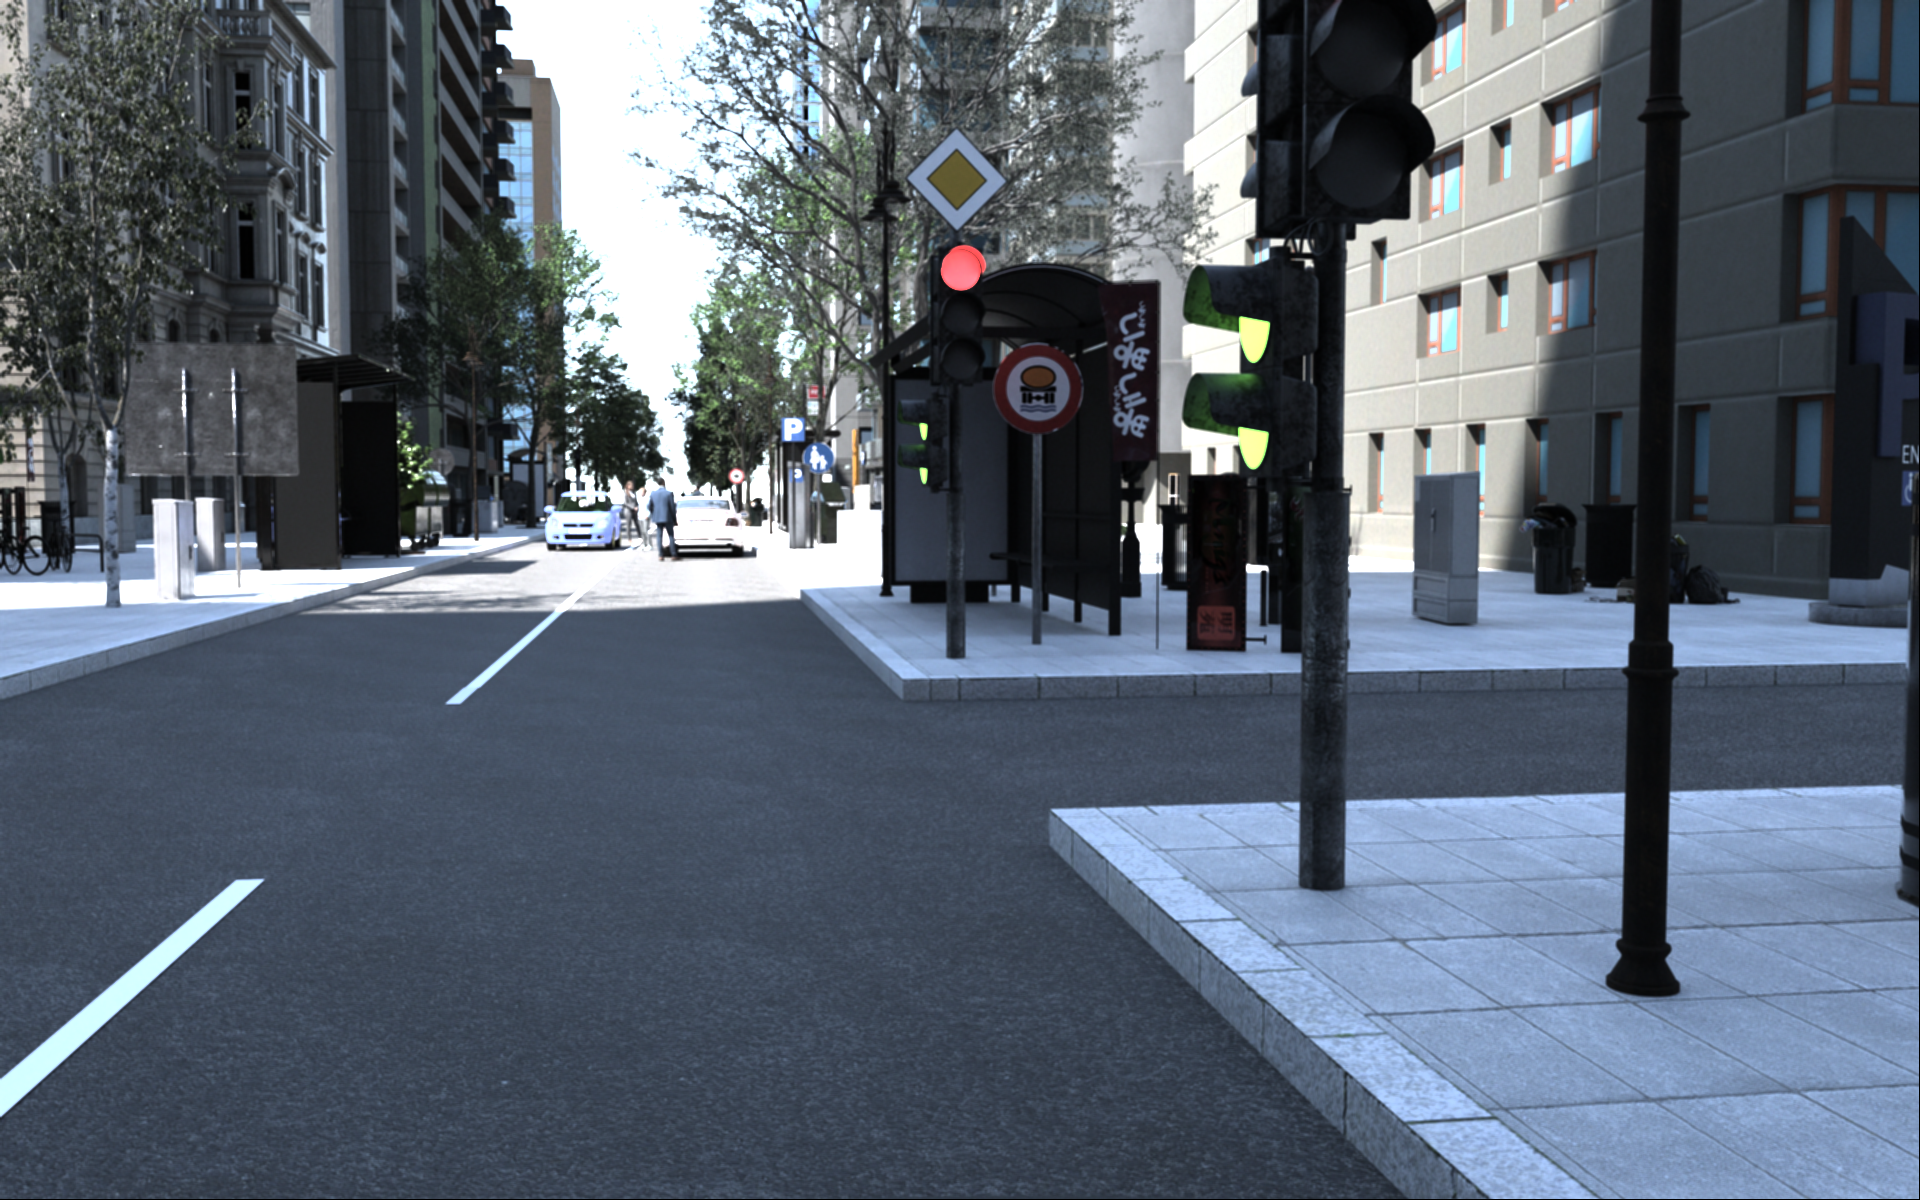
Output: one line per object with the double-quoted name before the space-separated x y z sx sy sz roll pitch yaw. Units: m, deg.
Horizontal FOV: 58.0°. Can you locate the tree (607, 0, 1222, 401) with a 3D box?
"tree" -1.080 -7.313 29.938 12.009 13.543 11.850 0 3 0

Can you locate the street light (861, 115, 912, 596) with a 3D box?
"street light" -0.925 -2.988 21.640 0.468 5.910 1.993 -1 4 -9

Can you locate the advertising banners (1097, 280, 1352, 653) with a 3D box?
"advertising banners" 2.126 -1.095 14.084 2.074 3.025 0.090 1 4 17

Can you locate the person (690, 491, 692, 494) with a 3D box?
"person" -22.644 -8.368 146.028 1.217 1.735 0.721 1 4 13

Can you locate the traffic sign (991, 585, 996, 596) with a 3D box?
"traffic sign" 0.426 -1.328 21.716 0.884 2.594 0.081 0 4 -5

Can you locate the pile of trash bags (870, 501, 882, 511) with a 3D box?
"pile of trash bags" -1.669 -2.385 48.741 1.912 1.369 3.447 1 4 19

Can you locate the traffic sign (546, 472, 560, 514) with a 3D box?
"traffic sign" -20.136 -5.161 85.575 0.795 2.450 0.064 0 4 -8

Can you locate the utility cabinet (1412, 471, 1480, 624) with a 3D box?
"utility cabinet" 4.862 -0.533 17.401 0.318 1.500 1.173 0 4 -2

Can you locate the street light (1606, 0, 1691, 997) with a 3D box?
"street light" 1.776 -1.929 4.326 0.468 5.910 1.993 -1 4 -9

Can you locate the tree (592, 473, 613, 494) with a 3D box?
"tree" -27.339 -8.504 133.643 1.663 3.219 1.824 0 3 0

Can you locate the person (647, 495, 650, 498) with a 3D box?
"person" -22.587 -7.118 124.755 0.599 1.838 0.709 -2 4 -29

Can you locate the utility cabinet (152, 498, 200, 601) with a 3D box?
"utility cabinet" -9.648 -0.620 21.299 0.306 1.237 1.020 -1 4 -14

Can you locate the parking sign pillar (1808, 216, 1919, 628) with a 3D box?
"parking sign pillar" 9.241 -1.752 17.111 1.447 3.967 1.447 -2 4 -28

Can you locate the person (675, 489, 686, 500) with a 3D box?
"person" -20.440 -7.305 127.956 1.348 1.822 0.705 -1 4 -21

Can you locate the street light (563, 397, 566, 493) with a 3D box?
"street light" -18.112 -6.517 79.339 0.468 5.910 1.993 -1 4 -9

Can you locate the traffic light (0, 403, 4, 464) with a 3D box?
"traffic light" -7.324 -1.431 12.313 0.839 4.253 0.868 -1 4 -9

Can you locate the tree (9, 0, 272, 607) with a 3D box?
"tree" -9.758 -4.235 19.603 4.360 8.622 3.978 0 3 0

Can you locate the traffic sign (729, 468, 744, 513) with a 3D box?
"traffic sign" -11.024 -5.225 85.534 0.768 2.556 0.104 0 4 -2

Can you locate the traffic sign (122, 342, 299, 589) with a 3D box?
"traffic sign" -10.089 -1.802 23.344 2.265 3.308 0.079 0 4 -5

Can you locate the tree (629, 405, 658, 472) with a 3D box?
"tree" -31.393 -13.803 160.087 7.601 10.594 8.767 0 4 -3

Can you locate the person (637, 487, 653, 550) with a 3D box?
"person" -8.092 -2.085 44.393 0.330 1.601 0.589 -2 4 -32

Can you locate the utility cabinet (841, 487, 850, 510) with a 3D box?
"utility cabinet" -3.882 -2.763 53.856 0.318 1.500 1.173 3 4 38

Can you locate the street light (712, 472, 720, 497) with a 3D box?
"street light" -25.235 -12.633 179.337 0.468 5.910 1.993 -1 4 -9

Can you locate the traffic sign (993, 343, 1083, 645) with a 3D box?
"traffic sign" 0.657 -0.894 14.724 0.768 2.556 0.104 0 4 -4

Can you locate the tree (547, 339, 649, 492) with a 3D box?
"tree" -26.634 -12.767 126.866 7.486 12.596 7.792 0 3 0

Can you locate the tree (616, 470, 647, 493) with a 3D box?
"tree" -38.910 -13.719 208.025 4.285 4.588 4.351 0 3 0

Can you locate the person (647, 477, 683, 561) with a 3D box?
"person" -6.337 -1.742 37.159 0.721 1.800 0.419 0 4 1

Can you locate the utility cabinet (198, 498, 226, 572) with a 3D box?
"utility cabinet" -12.547 -1.093 29.034 0.306 1.237 1.020 -1 4 -14

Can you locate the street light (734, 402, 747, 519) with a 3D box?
"street light" -11.013 -7.012 87.438 0.468 5.910 1.993 -1 4 -9

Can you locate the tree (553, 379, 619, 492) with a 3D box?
"tree" -23.387 -9.722 109.324 4.737 8.622 4.395 0 3 0

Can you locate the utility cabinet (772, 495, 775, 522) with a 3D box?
"utility cabinet" -8.312 -4.259 80.799 1.020 1.237 0.306 -2 4 -28

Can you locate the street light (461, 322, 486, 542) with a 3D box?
"street light" -13.066 -4.517 46.636 0.468 5.910 1.993 -1 4 -9

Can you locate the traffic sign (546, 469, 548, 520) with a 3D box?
"traffic sign" -20.615 -5.277 86.380 0.768 2.556 0.104 0 4 -7

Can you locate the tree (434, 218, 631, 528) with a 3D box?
"tree" -15.980 -8.507 64.850 9.928 11.665 9.643 0 3 0

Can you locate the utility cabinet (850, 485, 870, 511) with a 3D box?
"utility cabinet" -2.312 -1.955 40.641 0.318 1.500 1.173 0 4 -7

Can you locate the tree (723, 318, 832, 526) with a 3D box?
"tree" -7.398 -7.254 68.966 4.360 8.622 3.978 0 3 0

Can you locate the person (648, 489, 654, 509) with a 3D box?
"person" -24.545 -7.933 138.210 1.348 1.823 0.705 -3 5 -44

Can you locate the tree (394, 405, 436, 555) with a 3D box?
"tree" -12.023 -2.576 36.713 1.663 3.219 1.824 0 3 0

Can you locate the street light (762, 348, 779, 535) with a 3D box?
"street light" -5.993 -5.014 54.763 0.468 5.910 1.993 -1 4 -9

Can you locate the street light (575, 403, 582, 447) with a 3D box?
"street light" -19.429 -7.056 88.159 0.468 5.910 1.993 -1 4 -9

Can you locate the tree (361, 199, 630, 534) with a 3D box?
"tree" -15.241 -7.339 54.399 7.601 10.594 8.767 0 4 1

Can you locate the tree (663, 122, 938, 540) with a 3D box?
"tree" -3.926 -7.520 48.712 9.928 11.665 9.643 0 3 0

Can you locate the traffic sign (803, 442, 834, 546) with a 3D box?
"traffic sign" -3.485 -2.604 42.687 0.768 2.556 0.104 0 4 -3

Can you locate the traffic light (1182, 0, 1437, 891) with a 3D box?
"traffic light" 1.165 -1.017 5.553 0.839 4.253 0.868 -1 4 -9

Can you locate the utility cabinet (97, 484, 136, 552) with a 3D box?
"utility cabinet" -18.517 -1.796 38.049 1.173 1.500 0.318 3 5 41

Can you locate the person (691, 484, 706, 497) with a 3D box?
"person" -10.302 -3.634 67.899 0.794 1.824 0.713 1 4 8

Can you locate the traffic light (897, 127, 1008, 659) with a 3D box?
"traffic light" -0.051 -1.500 13.445 0.839 4.253 0.868 -1 4 -9

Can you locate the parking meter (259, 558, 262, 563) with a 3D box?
"parking meter" -12.990 -1.477 32.564 0.372 1.533 0.369 0 3 0

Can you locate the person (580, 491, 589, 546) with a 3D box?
"person" -10.321 -2.233 47.610 0.503 1.515 0.523 1 4 21

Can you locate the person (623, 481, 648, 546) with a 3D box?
"person" -8.956 -2.380 47.694 0.573 1.790 0.520 1 4 23

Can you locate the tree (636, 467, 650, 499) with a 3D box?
"tree" -40.531 -16.330 217.364 4.360 8.622 3.978 0 3 0

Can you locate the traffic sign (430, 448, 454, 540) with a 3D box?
"traffic sign" -14.348 -2.920 47.844 0.768 2.556 0.104 0 4 -3

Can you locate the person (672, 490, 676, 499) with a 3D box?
"person" -31.510 -11.143 190.619 0.705 1.831 1.348 -2 4 -32

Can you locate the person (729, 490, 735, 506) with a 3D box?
"person" -21.825 -9.655 166.363 1.348 1.823 0.705 3 5 43

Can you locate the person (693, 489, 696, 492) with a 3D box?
"person" -13.104 -4.658 85.667 0.512 1.701 0.522 3 5 39

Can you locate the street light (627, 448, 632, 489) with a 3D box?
"street light" -29.731 -11.135 154.851 0.468 5.910 1.993 -1 4 -9

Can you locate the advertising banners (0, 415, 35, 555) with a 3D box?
"advertising banners" -20.345 -2.523 37.443 0.090 3.025 2.074 -1 4 -9

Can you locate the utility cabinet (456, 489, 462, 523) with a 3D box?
"utility cabinet" -21.860 -4.049 74.877 0.318 1.500 1.173 0 4 1

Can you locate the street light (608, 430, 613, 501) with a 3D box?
"street light" -24.492 -9.085 121.322 0.468 5.910 1.993 -1 4 -9
